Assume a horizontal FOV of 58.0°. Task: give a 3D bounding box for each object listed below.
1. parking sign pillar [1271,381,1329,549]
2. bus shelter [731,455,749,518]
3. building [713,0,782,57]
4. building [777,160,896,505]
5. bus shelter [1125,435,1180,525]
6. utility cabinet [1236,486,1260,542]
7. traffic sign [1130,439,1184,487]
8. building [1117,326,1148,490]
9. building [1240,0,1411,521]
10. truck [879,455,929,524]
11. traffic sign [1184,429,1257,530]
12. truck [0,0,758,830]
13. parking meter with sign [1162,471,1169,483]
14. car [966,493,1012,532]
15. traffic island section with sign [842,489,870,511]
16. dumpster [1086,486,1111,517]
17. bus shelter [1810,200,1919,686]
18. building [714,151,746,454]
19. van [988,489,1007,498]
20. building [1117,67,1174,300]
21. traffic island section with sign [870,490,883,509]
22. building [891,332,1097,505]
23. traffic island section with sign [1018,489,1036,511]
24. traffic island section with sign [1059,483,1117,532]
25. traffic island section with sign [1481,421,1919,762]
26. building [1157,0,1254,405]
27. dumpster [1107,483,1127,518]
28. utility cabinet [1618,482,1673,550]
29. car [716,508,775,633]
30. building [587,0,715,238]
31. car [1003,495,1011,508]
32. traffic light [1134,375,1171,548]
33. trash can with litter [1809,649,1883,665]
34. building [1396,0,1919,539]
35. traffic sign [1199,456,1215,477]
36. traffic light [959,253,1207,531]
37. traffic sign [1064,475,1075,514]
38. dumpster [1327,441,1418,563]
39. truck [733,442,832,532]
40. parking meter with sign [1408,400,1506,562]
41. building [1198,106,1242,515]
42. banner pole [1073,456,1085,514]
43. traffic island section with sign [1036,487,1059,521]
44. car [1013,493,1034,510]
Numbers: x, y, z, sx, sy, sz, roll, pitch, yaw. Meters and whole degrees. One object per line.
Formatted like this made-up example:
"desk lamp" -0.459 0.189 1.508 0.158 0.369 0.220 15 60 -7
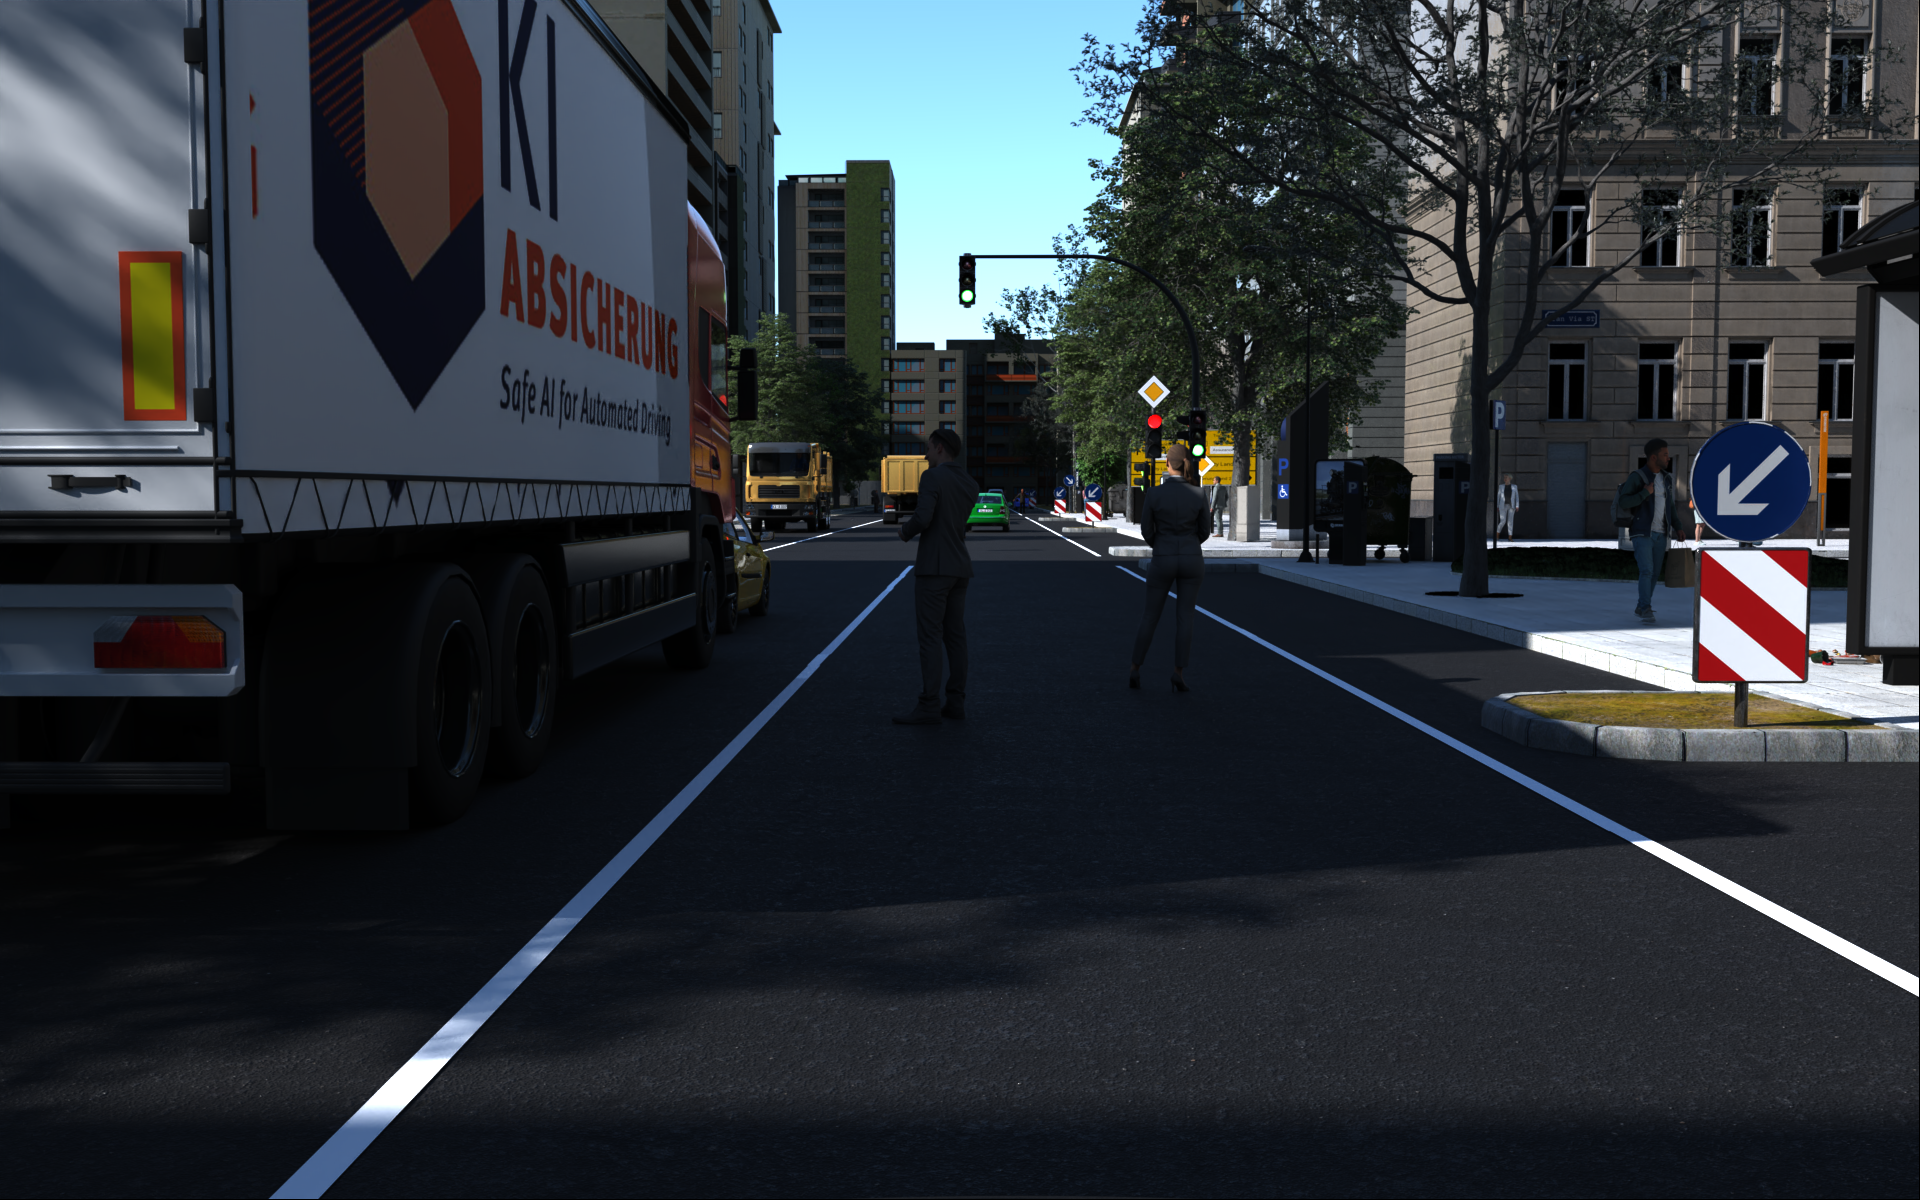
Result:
"parking sign pillar" 8.112 -3.212 40.995 1.447 3.967 1.447 -2 4 -35
"bus shelter" -12.490 -7.114 93.944 2.179 5.291 8.768 0 4 1
"building" -32.648 -35.483 169.391 27.495 52.752 28.713 0 4 1
"building" -15.178 -32.494 214.864 14.086 41.232 14.154 0 4 1
"bus shelter" 7.728 -4.781 69.446 1.731 3.624 6.357 0 4 1
"utility cabinet" 7.755 -2.321 46.633 0.318 1.500 1.173 2 4 26
"traffic sign" 7.428 -4.296 64.106 2.265 3.308 0.079 1 4 8
"building" 30.362 -19.859 169.734 27.650 21.520 28.899 0 4 1
"building" 20.602 -18.520 80.298 11.434 29.767 29.804 0 4 1
"truck" -2.412 -5.475 85.447 3.469 3.379 9.791 0 4 0
"traffic sign" 8.135 -3.686 54.134 2.265 3.308 0.079 1 4 10
"truck" -3.283 -1.339 10.800 2.839 4.237 11.283 0 4 1
"parking meter with sign" 7.204 -3.800 58.391 1.738 3.016 0.543 2 4 29
"car" 1.023 -3.536 66.610 1.959 1.807 4.718 0 4 2
"traffic island section with sign" -8.725 -8.248 143.475 1.989 1.847 2.006 0 4 1
"dumpster" 7.835 -5.768 96.793 1.502 2.255 1.985 0 4 1
"bus shelter" 6.746 -0.925 9.054 2.014 3.302 5.546 0 4 1
"building" -25.947 -22.871 145.646 14.160 30.474 14.107 0 4 1
"van" 3.048 -8.644 148.343 2.013 2.044 4.112 0 4 1
"building" 34.591 -38.616 220.604 27.495 52.752 28.713 0 4 1
"traffic island section with sign" -8.395 -9.950 171.316 1.989 1.847 2.006 0 4 1
"building" 6.392 -23.026 221.519 28.899 21.520 27.650 0 4 1
"traffic island section with sign" 5.878 -8.250 143.507 1.989 1.847 2.006 0 4 1
"traffic island section with sign" 4.903 -3.490 65.693 1.989 1.847 2.006 0 4 1
"traffic island section with sign" 4.212 -0.097 10.220 1.989 1.847 2.006 0 4 1
"building" 27.709 -29.700 140.227 22.147 44.769 28.867 0 4 1
"dumpster" 8.751 -5.445 94.789 1.264 1.857 1.865 0 4 1
"utility cabinet" 12.942 -1.472 32.754 0.318 1.500 1.173 -1 4 -15
"car" -3.136 -0.552 19.257 2.015 1.641 3.980 0 4 1
"building" -30.226 -30.773 126.837 21.300 48.544 21.600 0 4 1
"car" 1.876 -5.232 97.538 2.014 1.417 4.499 0 4 1
"traffic light" 4.553 -3.184 40.983 0.839 4.253 0.868 0 4 1
"trash can with litter" 6.844 -0.146 13.445 2.233 1.210 1.678 0 4 -8
"building" 27.498 -15.698 53.934 25.104 27.353 12.463 0 4 1
"traffic sign" 7.472 -3.283 53.410 0.795 2.593 0.064 1 4 9
"traffic light" 2.360 -3.561 32.883 4.771 5.953 1.251 0 4 1
"traffic sign" 7.188 -6.946 113.676 0.768 2.556 0.104 0 4 7
"dumpster" 7.760 -1.864 32.972 1.502 2.255 1.985 0 4 1
"truck" -6.595 -4.360 67.213 3.469 3.379 9.791 0 4 0
"parking meter with sign" 9.366 -2.235 32.804 1.738 3.016 0.543 3 5 41
"building" 21.796 -17.614 106.010 12.078 24.808 19.932 0 4 1
"banner pole" 7.675 -7.616 114.543 0.401 3.779 0.863 -2 4 -28
"traffic island section with sign" 5.250 -5.181 93.338 1.989 1.847 2.006 0 4 1
"car" 5.765 -9.007 156.858 1.945 1.707 3.694 0 4 -1
